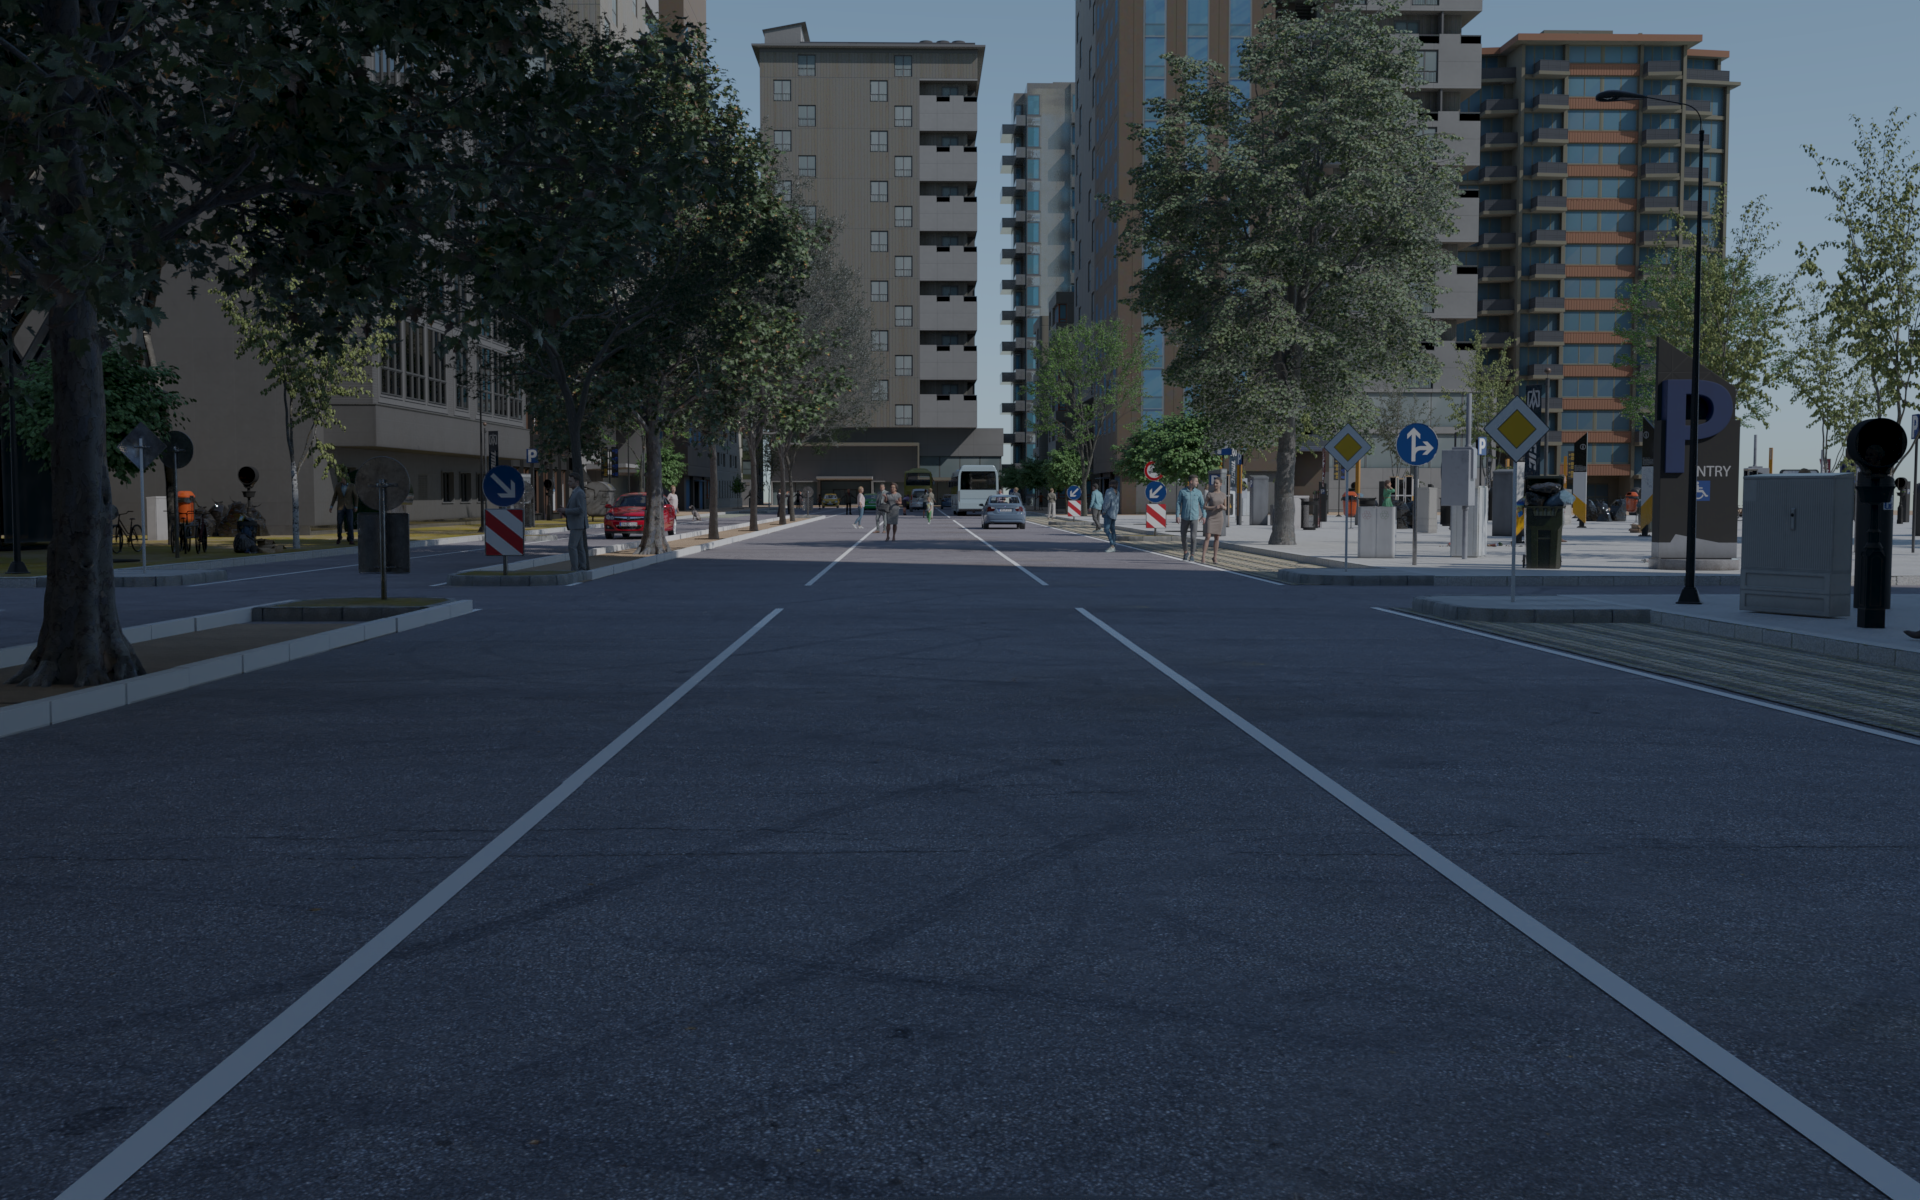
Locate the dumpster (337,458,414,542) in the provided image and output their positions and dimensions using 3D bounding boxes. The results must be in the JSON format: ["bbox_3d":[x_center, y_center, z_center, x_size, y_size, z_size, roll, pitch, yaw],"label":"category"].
[{"bbox_3d":[-15.761,-2.704,46.706,1.502,2.255,1.985,0,4,-1],"label":"dumpster"}]

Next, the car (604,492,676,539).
[{"bbox_3d":[-10.431,-2.909,56.607,2.155,1.783,4.494,0,3,0],"label":"car"}]

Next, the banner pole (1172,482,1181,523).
[{"bbox_3d":[9.677,-5.307,76.783,0.401,3.779,0.863,1,4,23],"label":"banner pole"}]

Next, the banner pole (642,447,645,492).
[{"bbox_3d":[-16.709,-6.202,91.413,0.401,3.779,0.863,-1,4,-20],"label":"banner pole"}]

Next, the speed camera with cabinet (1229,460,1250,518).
[{"bbox_3d":[16.320,-6.510,100.776,2.038,3.252,0.660,0,4,-5],"label":"speed camera with cabinet"}]

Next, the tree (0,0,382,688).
[{"bbox_3d":[-6.704,-5.720,12.988,9.611,12.733,9.660,0,3,0],"label":"tree"}]

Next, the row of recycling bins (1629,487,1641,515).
[{"bbox_3d":[41.318,-5.888,103.387,1.069,1.692,3.534,-1,4,-20],"label":"row of recycling bins"}]

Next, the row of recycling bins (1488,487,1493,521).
[{"bbox_3d":[25.433,-4.673,83.514,3.534,1.692,1.069,0,4,4],"label":"row of recycling bins"}]

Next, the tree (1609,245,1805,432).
[{"bbox_3d":[30.815,-8.922,71.626,9.928,11.665,9.643,0,3,0],"label":"tree"}]

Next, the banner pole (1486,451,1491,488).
[{"bbox_3d":[28.080,-6.243,92.091,0.401,3.779,0.863,0,4,-3],"label":"banner pole"}]

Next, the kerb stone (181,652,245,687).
[{"bbox_3d":[-5.775,0.543,13.312,0.120,0.150,1.000,0,4,-1],"label":"kerb stone"}]

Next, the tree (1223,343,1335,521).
[{"bbox_3d":[14.395,-7.659,75.587,4.737,8.622,4.395,0,3,0],"label":"tree"}]

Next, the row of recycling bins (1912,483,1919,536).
[{"bbox_3d":[30.705,-2.827,53.334,3.534,1.692,1.069,-2,4,-28],"label":"row of recycling bins"}]

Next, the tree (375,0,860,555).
[{"bbox_3d":[-7.257,-7.422,40.822,9.611,12.733,9.660,0,3,0],"label":"tree"}]

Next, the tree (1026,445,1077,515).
[{"bbox_3d":[6.660,-7.637,108.575,4.285,4.588,4.351,0,3,0],"label":"tree"}]

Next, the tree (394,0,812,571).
[{"bbox_3d":[-6.822,-5.779,31.364,8.767,10.594,7.601,0,4,-1],"label":"tree"}]

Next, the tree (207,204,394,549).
[{"bbox_3d":[-15.401,-5.514,40.516,4.737,8.622,4.395,0,3,0],"label":"tree"}]

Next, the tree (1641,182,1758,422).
[{"bbox_3d":[18.389,-5.605,42.007,4.737,8.622,4.395,0,3,0],"label":"tree"}]

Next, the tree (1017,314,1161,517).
[{"bbox_3d":[7.242,-10.577,98.686,9.928,11.665,9.643,0,3,0],"label":"tree"}]

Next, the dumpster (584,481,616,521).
[{"bbox_3d":[-16.721,-4.559,80.300,1.264,1.857,1.865,0,4,-1],"label":"dumpster"}]

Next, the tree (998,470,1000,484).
[{"bbox_3d":[5.468,-12.025,180.325,4.285,4.588,4.351,0,3,0],"label":"tree"}]

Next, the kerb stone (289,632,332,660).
[{"bbox_3d":[-5.823,0.419,15.357,0.120,0.150,1.000,0,4,-1],"label":"kerb stone"}]

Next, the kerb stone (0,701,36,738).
[{"bbox_3d":[-5.696,0.731,10.245,0.120,0.150,1.000,0,4,-1],"label":"kerb stone"}]

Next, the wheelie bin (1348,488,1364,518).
[{"bbox_3d":[21.563,-5.307,94.671,0.980,1.594,0.693,1,4,17],"label":"wheelie bin"}]

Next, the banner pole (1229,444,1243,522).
[{"bbox_3d":[12.559,-5.433,78.839,0.863,3.779,0.401,-2,4,-33],"label":"banner pole"}]

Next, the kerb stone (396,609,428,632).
[{"bbox_3d":[-5.896,0.230,18.442,0.120,0.150,1.000,0,4,-1],"label":"kerb stone"}]

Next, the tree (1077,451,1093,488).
[{"bbox_3d":[8.062,-5.438,72.633,4.285,4.588,4.351,0,3,0],"label":"tree"}]

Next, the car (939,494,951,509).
[{"bbox_3d":[-0.968,-9.344,164.773,2.014,1.417,4.499,0,4,0],"label":"car"}]

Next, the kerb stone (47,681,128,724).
[{"bbox_3d":[-5.720,0.672,11.267,0.120,0.150,1.000,0,4,-1],"label":"kerb stone"}]

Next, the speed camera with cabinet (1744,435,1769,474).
[{"bbox_3d":[25.748,-3.870,57.612,2.038,3.252,0.660,1,4,9],"label":"speed camera with cabinet"}]

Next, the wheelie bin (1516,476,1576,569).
[{"bbox_3d":[10.078,-1.341,29.832,0.980,1.594,0.693,1,4,15],"label":"wheelie bin"}]

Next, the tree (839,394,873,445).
[{"bbox_3d":[-8.710,-9.381,90.253,8.767,10.594,7.601,0,4,-1],"label":"tree"}]

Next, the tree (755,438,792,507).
[{"bbox_3d":[-18.929,-13.602,172.761,4.360,8.622,3.978,0,3,0],"label":"tree"}]

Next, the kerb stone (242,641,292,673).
[{"bbox_3d":[-5.795,0.481,14.334,0.120,0.150,1.000,0,4,-1],"label":"kerb stone"}]

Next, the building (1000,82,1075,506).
[{"bbox_3d":[19.862,-35.597,201.613,30.456,49.044,23.786,0,4,-1],"label":"building"}]

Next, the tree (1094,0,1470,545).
[{"bbox_3d":[8.194,-8.372,43.535,9.857,13.997,8.962,0,3,0],"label":"tree"}]

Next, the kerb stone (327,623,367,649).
[{"bbox_3d":[-5.855,0.356,16.382,0.120,0.150,1.000,0,4,-1],"label":"kerb stone"}]

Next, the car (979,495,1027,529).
[{"bbox_3d":[1.794,-3.674,72.067,2.014,1.417,4.499,0,4,-1],"label":"car"}]

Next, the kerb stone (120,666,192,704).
[{"bbox_3d":[-5.741,0.610,12.288,0.120,0.150,1.000,0,4,-1],"label":"kerb stone"}]

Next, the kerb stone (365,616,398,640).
[{"bbox_3d":[-5.884,0.293,17.410,0.120,0.150,1.000,0,4,-1],"label":"kerb stone"}]

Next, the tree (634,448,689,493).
[{"bbox_3d":[-18.164,-7.451,105.539,4.285,4.588,4.351,0,3,0],"label":"tree"}]

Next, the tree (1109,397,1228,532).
[{"bbox_3d":[7.768,-4.593,58.814,4.285,4.588,4.351,0,3,0],"label":"tree"}]

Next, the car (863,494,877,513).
[{"bbox_3d":[-6.646,-7.503,131.472,1.959,1.807,4.718,0,4,-2],"label":"car"}]

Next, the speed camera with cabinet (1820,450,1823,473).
[{"bbox_3d":[37.636,-5.063,77.111,2.038,3.252,0.660,1,4,15],"label":"speed camera with cabinet"}]

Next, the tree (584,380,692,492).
[{"bbox_3d":[-18.109,-10.580,98.732,9.928,11.665,9.643,0,3,0],"label":"tree"}]

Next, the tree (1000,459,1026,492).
[{"bbox_3d":[5.909,-9.331,136.277,4.285,4.588,4.351,0,3,0],"label":"tree"}]

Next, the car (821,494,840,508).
[{"bbox_3d":[-13.214,-10.185,176.748,2.015,1.641,3.980,0,4,-3],"label":"car"}]

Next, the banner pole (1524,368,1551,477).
[{"bbox_3d":[11.555,-2.729,34.633,0.401,3.779,0.863,-1,4,-22],"label":"banner pole"}]

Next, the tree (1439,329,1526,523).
[{"bbox_3d":[23.383,-7.731,76.759,4.737,8.622,4.395,0,3,0],"label":"tree"}]

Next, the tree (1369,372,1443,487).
[{"bbox_3d":[24.653,-8.991,97.367,4.360,8.622,3.978,0,3,0],"label":"tree"}]

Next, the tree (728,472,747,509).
[{"bbox_3d":[-19.683,-9.661,152.553,1.663,3.219,1.824,0,3,0],"label":"tree"}]

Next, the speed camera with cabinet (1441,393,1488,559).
[{"bbox_3d":[10.139,-2.475,34.801,0.660,3.252,2.038,2,4,27],"label":"speed camera with cabinet"}]

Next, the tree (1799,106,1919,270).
[{"bbox_3d":[17.908,-5.056,33.024,4.737,8.622,4.395,0,3,0],"label":"tree"}]

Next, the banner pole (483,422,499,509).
[{"bbox_3d":[-16.369,-4.304,60.384,0.863,3.779,0.401,2,4,30],"label":"banner pole"}]

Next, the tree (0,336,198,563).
[{"bbox_3d":[-16.219,-2.994,32.661,4.285,4.588,4.351,0,3,0],"label":"tree"}]

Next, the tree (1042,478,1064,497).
[{"bbox_3d":[6.828,-7.739,121.131,1.663,3.219,1.824,0,3,0],"label":"tree"}]

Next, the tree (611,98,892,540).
[{"bbox_3d":[-7.682,-8.617,53.715,12.009,13.543,11.850,0,3,0],"label":"tree"}]
